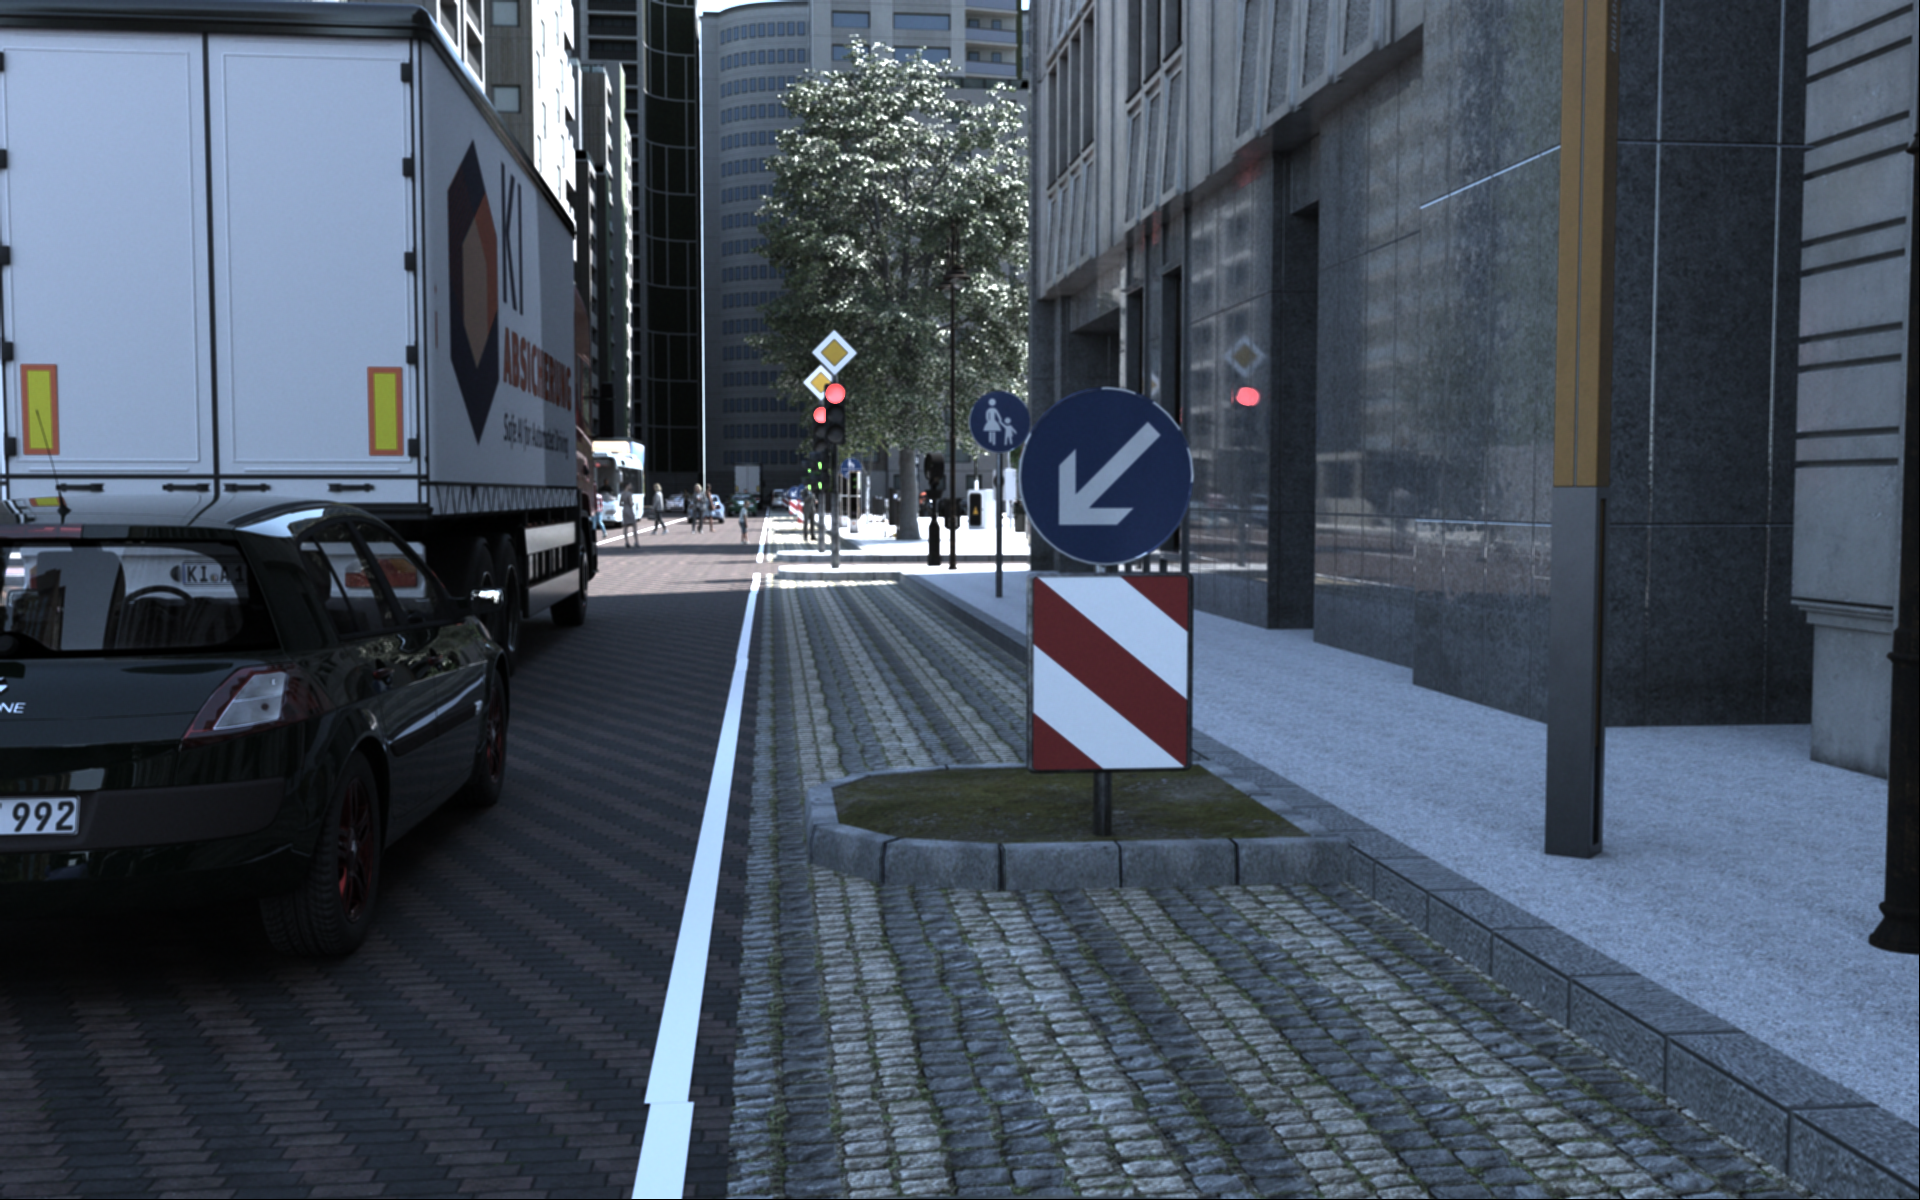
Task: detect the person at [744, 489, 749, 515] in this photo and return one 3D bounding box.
[{"bbox_3d":[-14.722,-6.704,118.554,0.568,1.767,0.683,0,4,-8],"label":"person"}]

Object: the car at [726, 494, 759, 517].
[{"bbox_3d":[-13.852,-6.023,110.269,2.131,1.459,4.920,0,4,-6],"label":"car"}]

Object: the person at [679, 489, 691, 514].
[{"bbox_3d":[-19.963,-7.191,126.089,1.348,1.823,0.705,3,5,39],"label":"person"}]

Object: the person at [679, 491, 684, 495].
[{"bbox_3d":[-24.822,-8.879,154.336,0.551,1.740,0.621,-3,4,-36],"label":"person"}]

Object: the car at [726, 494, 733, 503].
[{"bbox_3d":[-22.267,-9.918,172.388,2.015,1.641,3.980,0,4,-7],"label":"car"}]

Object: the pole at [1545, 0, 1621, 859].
[{"bbox_3d":[2.193,-0.749,6.089,0.158,3.312,0.155,0,3,0],"label":"pole"}]

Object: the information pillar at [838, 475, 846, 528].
[{"bbox_3d":[-4.421,-3.733,65.523,0.304,2.012,0.304,-2,4,-28],"label":"information pillar"}]

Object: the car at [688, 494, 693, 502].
[{"bbox_3d":[-28.109,-10.500,181.901,2.015,1.641,3.980,0,4,-4],"label":"car"}]

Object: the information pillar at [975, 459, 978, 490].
[{"bbox_3d":[1.009,-7.058,106.757,0.183,3.616,0.504,1,4,18],"label":"information pillar"}]

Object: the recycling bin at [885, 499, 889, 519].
[{"bbox_3d":[-3.416,-4.751,90.232,0.722,1.027,0.722,3,5,43],"label":"recycling bin"}]

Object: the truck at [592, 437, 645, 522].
[{"bbox_3d":[-17.593,-6.028,87.477,2.839,4.237,11.283,0,4,-6],"label":"truck"}]

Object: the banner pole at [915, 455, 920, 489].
[{"bbox_3d":[-2.679,-6.563,97.328,0.863,3.779,0.401,-1,4,-12],"label":"banner pole"}]

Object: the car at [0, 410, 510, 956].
[{"bbox_3d":[-2.859,0.190,6.687,2.009,1.686,4.222,0,4,-6],"label":"car"}]

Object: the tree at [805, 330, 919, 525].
[{"bbox_3d":[-3.777,-7.429,71.829,4.737,8.622,4.395,0,3,0],"label":"tree"}]

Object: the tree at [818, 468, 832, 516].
[{"bbox_3d":[-7.837,-6.510,101.036,1.663,3.219,1.824,0,3,0],"label":"tree"}]

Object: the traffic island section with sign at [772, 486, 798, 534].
[{"bbox_3d":[-5.695,-3.296,62.514,1.989,1.847,2.006,0,4,-6],"label":"traffic island section with sign"}]

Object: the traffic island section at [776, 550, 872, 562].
[{"bbox_3d":[-2.990,-0.946,37.743,2.009,0.180,2.903,0,4,-6],"label":"traffic island section"}]

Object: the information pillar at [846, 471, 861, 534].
[{"bbox_3d":[-3.409,-3.161,56.180,0.304,2.012,0.304,1,4,13],"label":"information pillar"}]

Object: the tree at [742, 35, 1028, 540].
[{"bbox_3d":[-1.490,-8.646,48.020,9.857,13.997,8.962,0,3,0],"label":"tree"}]

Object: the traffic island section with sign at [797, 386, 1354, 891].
[{"bbox_3d":[0.357,0.089,7.178,1.989,1.847,2.006,0,4,-6],"label":"traffic island section with sign"}]

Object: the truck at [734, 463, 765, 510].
[{"bbox_3d":[-19.707,-10.571,161.757,2.839,4.237,11.283,0,4,-5],"label":"truck"}]

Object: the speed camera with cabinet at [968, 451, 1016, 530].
[{"bbox_3d":[1.139,-4.176,62.606,0.660,3.252,2.038,-3,5,-41],"label":"speed camera with cabinet"}]

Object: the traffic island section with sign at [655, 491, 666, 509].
[{"bbox_3d":[-28.758,-9.597,165.534,1.989,1.847,2.006,0,4,-6],"label":"traffic island section with sign"}]

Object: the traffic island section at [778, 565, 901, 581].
[{"bbox_3d":[-2.122,-0.460,29.805,2.009,0.180,2.903,0,4,-6],"label":"traffic island section"}]

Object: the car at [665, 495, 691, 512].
[{"bbox_3d":[-22.679,-7.772,139.440,2.083,1.381,4.827,0,4,-6],"label":"car"}]

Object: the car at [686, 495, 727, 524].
[{"bbox_3d":[-12.535,-4.499,85.556,2.014,1.417,4.499,0,4,-7],"label":"car"}]

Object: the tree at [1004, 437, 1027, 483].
[{"bbox_3d":[3.530,-5.366,71.443,4.285,4.588,4.351,0,3,0],"label":"tree"}]

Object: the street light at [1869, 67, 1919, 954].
[{"bbox_3d":[2.680,-1.954,4.734,0.468,5.910,1.993,0,4,-6],"label":"street light"}]

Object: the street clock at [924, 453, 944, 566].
[{"bbox_3d":[-0.459,-1.607,30.853,0.358,2.002,0.471,-1,4,-20],"label":"street clock"}]

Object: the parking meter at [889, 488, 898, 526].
[{"bbox_3d":[-2.721,-3.797,70.487,0.372,1.533,0.369,0,3,0],"label":"parking meter"}]

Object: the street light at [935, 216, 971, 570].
[{"bbox_3d":[-0.123,-3.448,29.166,0.468,5.910,1.993,0,4,-6],"label":"street light"}]

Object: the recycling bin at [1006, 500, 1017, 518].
[{"bbox_3d":[2.868,-5.017,94.580,0.722,1.027,0.722,0,4,-2],"label":"recycling bin"}]

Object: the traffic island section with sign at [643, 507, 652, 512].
[{"bbox_3d":[-25.778,-7.928,138.251,1.989,1.847,2.006,0,4,-6],"label":"traffic island section with sign"}]

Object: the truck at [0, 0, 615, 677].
[{"bbox_3d":[-4.885,-1.619,15.390,2.839,4.237,11.283,0,4,-7],"label":"truck"}]
